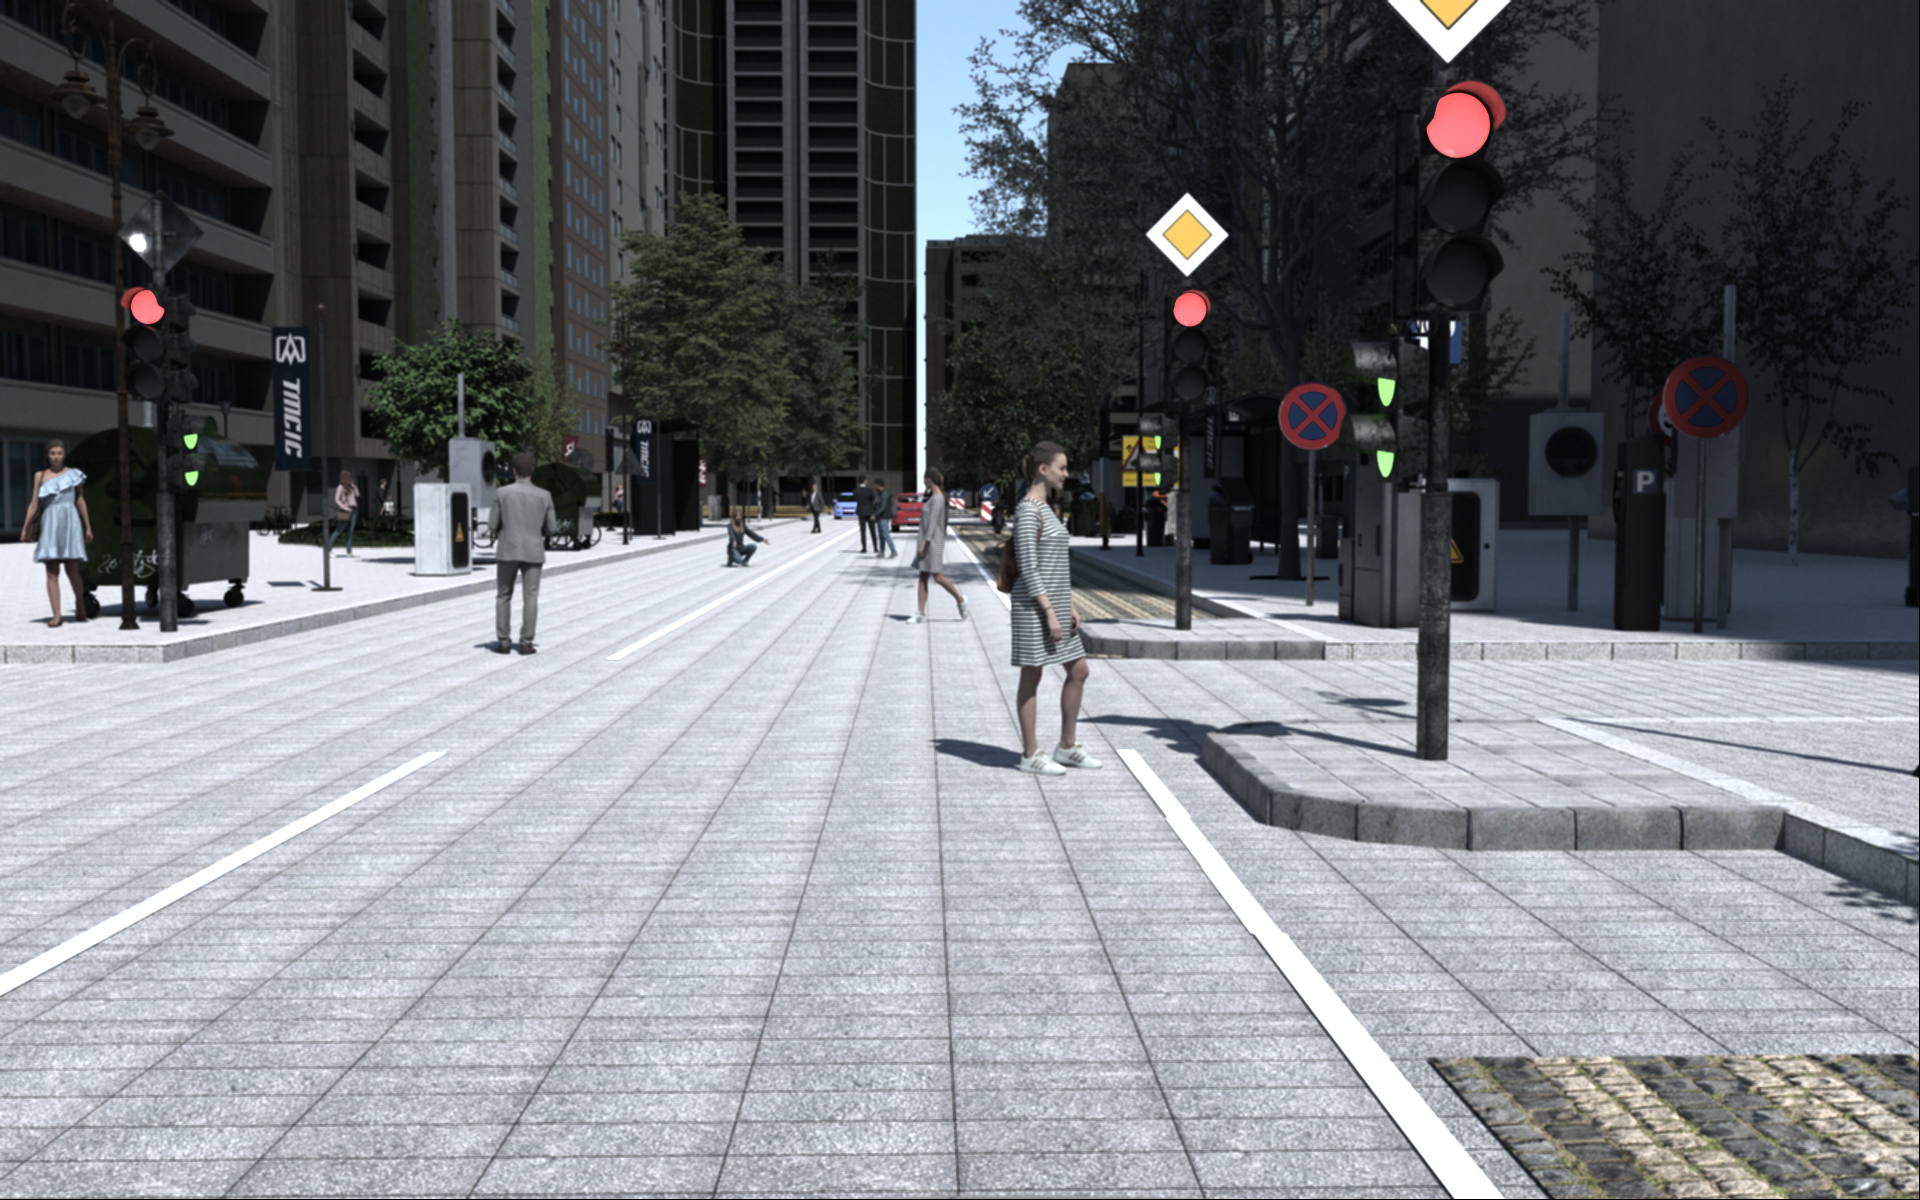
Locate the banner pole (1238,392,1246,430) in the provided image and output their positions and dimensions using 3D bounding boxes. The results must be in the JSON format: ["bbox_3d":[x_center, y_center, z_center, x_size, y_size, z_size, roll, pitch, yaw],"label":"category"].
[{"bbox_3d":[6.810,-3.211,42.521,0.401,3.779,0.863,3,5,44],"label":"banner pole"}]

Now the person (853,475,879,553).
[{"bbox_3d":[-2.299,-2.104,42.259,0.648,1.900,0.474,0,4,-5],"label":"person"}]

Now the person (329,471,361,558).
[{"bbox_3d":[-12.458,-1.729,34.907,0.643,1.750,0.593,0,4,6],"label":"person"}]

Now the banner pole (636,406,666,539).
[{"bbox_3d":[-8.811,-3.626,49.297,0.863,3.779,0.401,0,4,-2],"label":"banner pole"}]

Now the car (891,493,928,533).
[{"bbox_3d":[-1.685,-3.483,65.986,2.155,1.783,4.494,0,4,0],"label":"car"}]

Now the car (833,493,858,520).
[{"bbox_3d":[-6.235,-5.444,98.601,1.945,1.707,3.694,0,3,0],"label":"car"}]

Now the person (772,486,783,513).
[{"bbox_3d":[-12.975,-6.962,120.001,1.348,1.807,0.705,0,4,-5],"label":"person"}]

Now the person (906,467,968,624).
[{"bbox_3d":[-0.271,-0.616,19.318,0.760,1.731,0.466,-3,4,-37],"label":"person"}]

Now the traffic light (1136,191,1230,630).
[{"bbox_3d":[2.093,-1.673,16.267,0.839,4.253,0.868,0,4,-1],"label":"traffic light"}]

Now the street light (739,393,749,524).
[{"bbox_3d":[-9.074,-6.104,72.588,0.468,5.910,1.993,0,4,-1],"label":"street light"}]

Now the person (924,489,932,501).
[{"bbox_3d":[-0.913,-2.861,54.641,0.474,1.900,0.648,0,4,1],"label":"person"}]

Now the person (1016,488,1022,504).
[{"bbox_3d":[4.811,-8.063,138.654,1.217,1.735,0.721,3,4,36],"label":"person"}]

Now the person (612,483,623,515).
[{"bbox_3d":[-14.495,-4.108,73.803,0.593,1.750,0.643,3,5,43],"label":"person"}]

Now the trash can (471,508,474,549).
[{"bbox_3d":[-11.128,-1.641,38.487,0.748,1.137,0.748,0,3,0],"label":"trash can"}]

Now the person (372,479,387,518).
[{"bbox_3d":[-21.612,-3.611,64.864,0.755,1.850,0.659,-2,4,-24],"label":"person"}]

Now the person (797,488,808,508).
[{"bbox_3d":[-14.572,-9.520,161.697,1.348,1.823,0.705,0,4,6],"label":"person"}]

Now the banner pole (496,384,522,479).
[{"bbox_3d":[-9.139,-2.762,35.177,0.863,3.779,0.401,-3,5,-43],"label":"banner pole"}]

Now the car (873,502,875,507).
[{"bbox_3d":[-6.415,-6.201,110.175,1.959,1.807,4.718,0,4,0],"label":"car"}]

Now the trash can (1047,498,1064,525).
[{"bbox_3d":[3.787,-3.483,68.601,0.748,1.137,0.748,0,3,0],"label":"trash can"}]

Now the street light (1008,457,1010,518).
[{"bbox_3d":[2.572,-7.233,91.054,0.468,5.910,1.993,0,4,-1],"label":"street light"}]

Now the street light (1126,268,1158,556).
[{"bbox_3d":[3.713,-3.840,35.568,0.468,5.910,1.993,0,4,-1],"label":"street light"}]

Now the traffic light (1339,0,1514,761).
[{"bbox_3d":[2.271,-1.184,8.284,0.839,4.253,0.868,0,4,-1],"label":"traffic light"}]

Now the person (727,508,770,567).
[{"bbox_3d":[-4.223,-1.230,34.104,1.012,1.151,0.738,-3,5,-40],"label":"person"}]

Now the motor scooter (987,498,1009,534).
[{"bbox_3d":[1.370,-3.038,62.442,0.815,1.314,1.986,0,4,-1],"label":"motor scooter"}]

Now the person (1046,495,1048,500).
[{"bbox_3d":[6.677,-8.075,137.931,0.709,1.838,0.599,1,4,11],"label":"person"}]

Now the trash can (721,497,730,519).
[{"bbox_3d":[-12.171,-4.740,89.157,0.748,1.137,0.748,0,3,0],"label":"trash can"}]

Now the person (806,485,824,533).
[{"bbox_3d":[-5.347,-3.349,63.656,0.661,1.777,0.834,2,4,27],"label":"person"}]

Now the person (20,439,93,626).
[{"bbox_3d":[-8.841,-0.662,16.961,0.616,1.811,0.778,-1,4,-11],"label":"person"}]

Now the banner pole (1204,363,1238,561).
[{"bbox_3d":[4.915,-2.661,33.522,0.401,3.779,0.863,-1,4,-20],"label":"banner pole"}]

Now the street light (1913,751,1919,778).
[{"bbox_3d":[4.424,-2.134,7.676,0.468,5.910,1.993,0,4,-1],"label":"street light"}]

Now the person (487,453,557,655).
[{"bbox_3d":[-3.958,-0.422,15.598,0.606,1.804,0.583,-2,4,-24],"label":"person"}]

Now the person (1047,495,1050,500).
[{"bbox_3d":[8.661,-9.988,171.881,0.705,1.814,1.350,-2,4,-24],"label":"person"}]

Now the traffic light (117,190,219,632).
[{"bbox_3d":[-7.365,-1.659,16.042,0.839,4.253,0.868,0,4,-1],"label":"traffic light"}]

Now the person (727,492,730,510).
[{"bbox_3d":[-18.554,-7.884,138.165,0.599,1.433,0.991,-2,4,-34],"label":"person"}]

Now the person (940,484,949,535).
[{"bbox_3d":[-0.695,-3.031,58.408,0.532,1.782,0.716,-2,4,-30],"label":"person"}]

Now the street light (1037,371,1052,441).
[{"bbox_3d":[3.078,-5.544,63.435,0.468,5.910,1.993,0,4,-1],"label":"street light"}]

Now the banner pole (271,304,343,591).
[{"bbox_3d":[-8.646,-2.011,22.889,0.863,3.779,0.401,-1,4,-9],"label":"banner pole"}]

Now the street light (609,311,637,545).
[{"bbox_3d":[-8.507,-4.349,43.891,0.468,5.910,1.993,0,4,-1],"label":"street light"}]

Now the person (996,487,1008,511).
[{"bbox_3d":[2.946,-7.049,121.819,1.217,1.766,0.721,0,4,-5],"label":"person"}]

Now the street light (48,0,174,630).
[{"bbox_3d":[-7.892,-2.660,16.275,0.468,5.910,1.993,0,4,-1],"label":"street light"}]

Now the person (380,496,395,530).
[{"bbox_3d":[-18.725,-2.792,56.714,0.505,1.210,0.382,-1,4,-11],"label":"person"}]
